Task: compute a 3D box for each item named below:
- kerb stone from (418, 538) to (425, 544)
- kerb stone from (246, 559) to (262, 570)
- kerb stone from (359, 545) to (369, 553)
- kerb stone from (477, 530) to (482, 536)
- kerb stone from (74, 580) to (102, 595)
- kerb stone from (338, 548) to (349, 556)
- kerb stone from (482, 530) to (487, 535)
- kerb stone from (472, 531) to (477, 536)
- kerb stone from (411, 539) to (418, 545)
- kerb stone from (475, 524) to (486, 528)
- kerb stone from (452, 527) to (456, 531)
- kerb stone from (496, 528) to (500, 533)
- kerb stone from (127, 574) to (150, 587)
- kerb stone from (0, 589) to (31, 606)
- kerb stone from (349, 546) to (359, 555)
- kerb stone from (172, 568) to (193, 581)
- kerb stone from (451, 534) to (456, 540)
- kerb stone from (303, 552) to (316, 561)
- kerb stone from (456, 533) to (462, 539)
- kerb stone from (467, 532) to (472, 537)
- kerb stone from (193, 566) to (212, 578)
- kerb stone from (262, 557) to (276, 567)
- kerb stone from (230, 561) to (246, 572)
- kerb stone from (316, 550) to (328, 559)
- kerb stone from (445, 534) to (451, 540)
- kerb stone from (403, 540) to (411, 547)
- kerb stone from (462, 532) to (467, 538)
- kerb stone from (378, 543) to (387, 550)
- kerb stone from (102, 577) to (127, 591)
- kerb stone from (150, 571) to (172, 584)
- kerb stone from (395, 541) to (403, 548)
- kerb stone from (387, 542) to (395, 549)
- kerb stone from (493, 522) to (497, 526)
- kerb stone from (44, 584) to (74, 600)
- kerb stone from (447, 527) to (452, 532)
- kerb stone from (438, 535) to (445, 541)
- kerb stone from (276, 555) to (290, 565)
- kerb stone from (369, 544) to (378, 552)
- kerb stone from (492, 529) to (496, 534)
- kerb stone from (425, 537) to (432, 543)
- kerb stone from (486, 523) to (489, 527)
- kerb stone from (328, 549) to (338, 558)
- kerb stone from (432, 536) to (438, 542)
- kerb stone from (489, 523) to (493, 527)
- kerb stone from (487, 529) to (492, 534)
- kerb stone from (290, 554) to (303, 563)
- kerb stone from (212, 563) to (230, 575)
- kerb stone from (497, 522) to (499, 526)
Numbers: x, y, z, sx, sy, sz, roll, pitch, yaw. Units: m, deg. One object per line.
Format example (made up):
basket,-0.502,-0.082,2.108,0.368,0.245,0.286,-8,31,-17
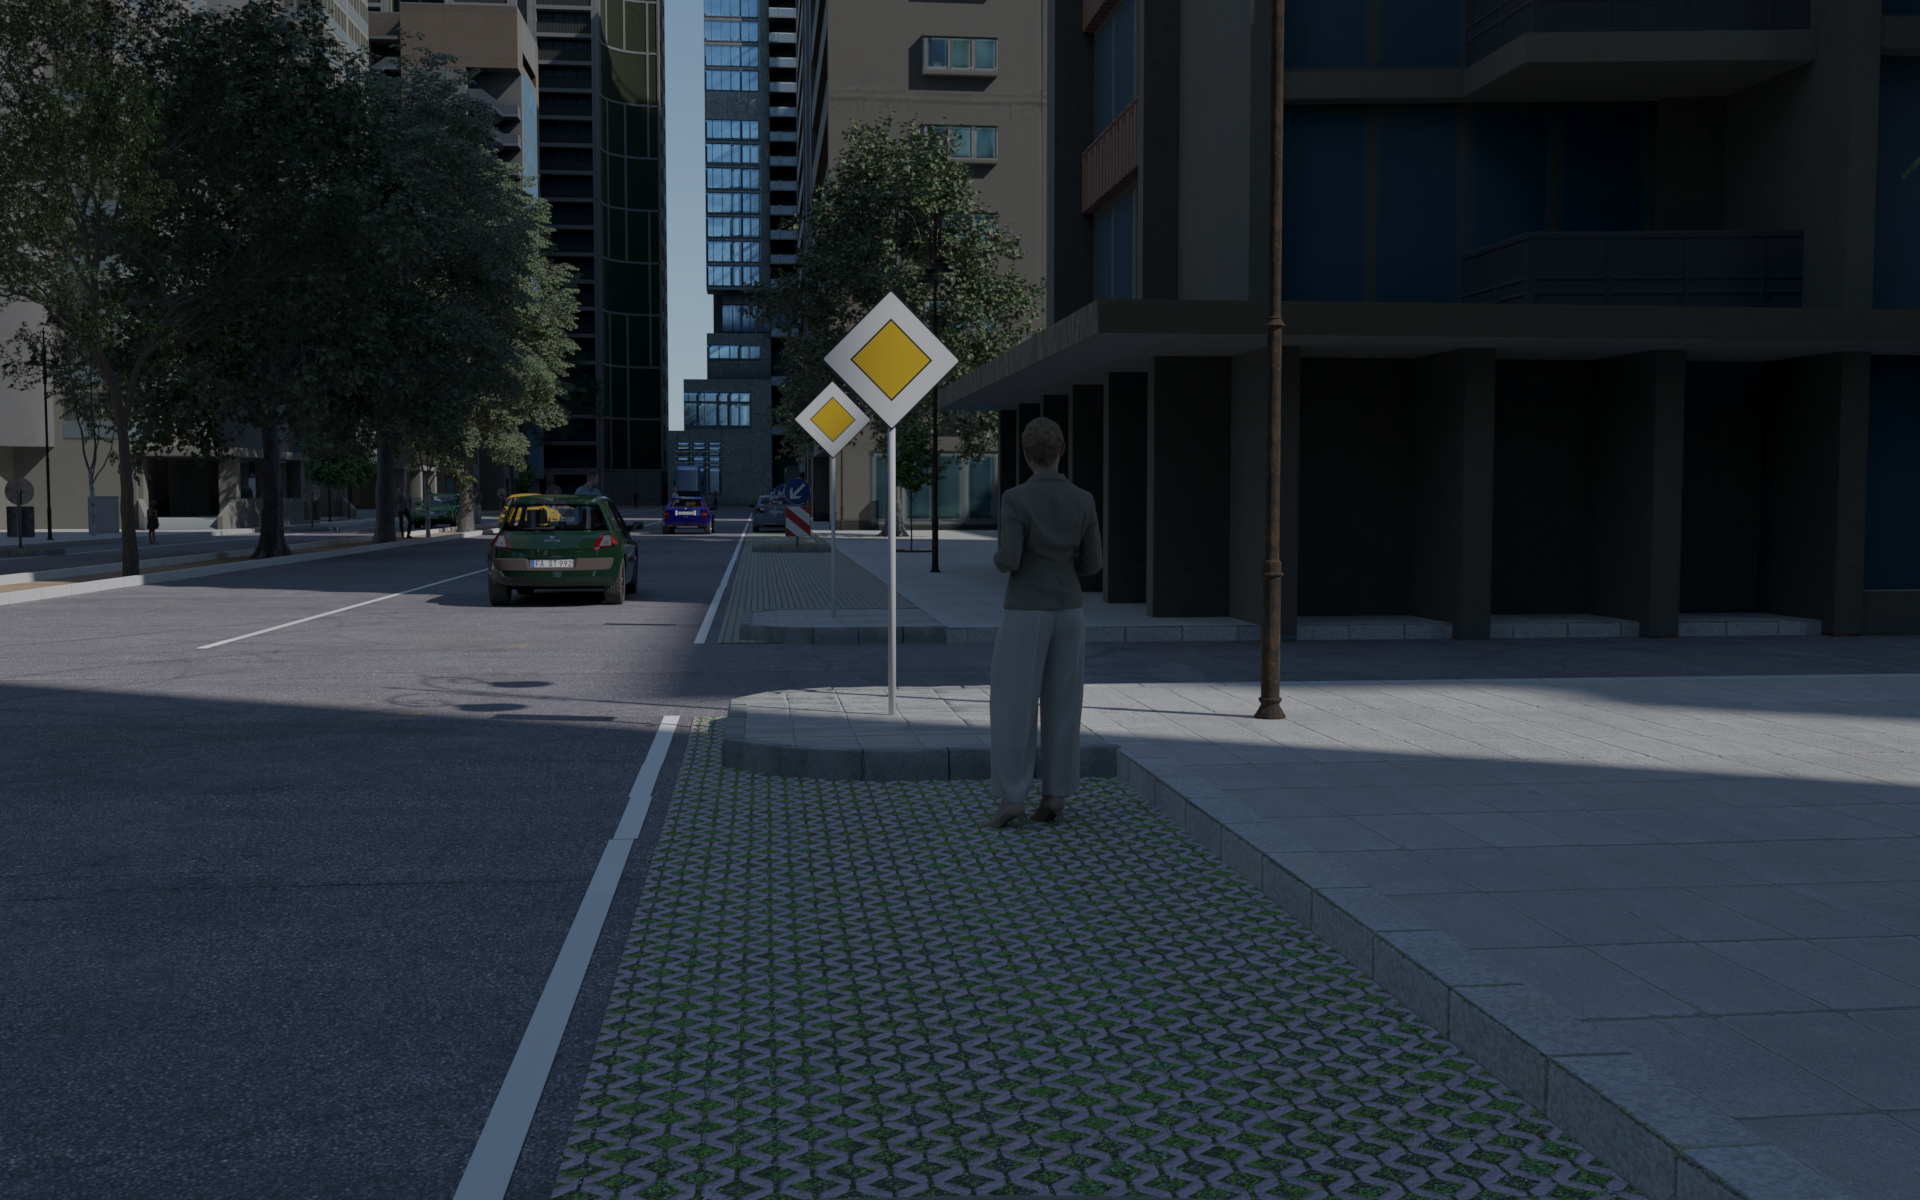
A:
kerb stone,-15.489,-1.664,49.395,0.120,0.150,1.000,0,4,-7
kerb stone,-13.599,-0.666,33.090,0.120,0.150,1.000,0,4,-7
kerb stone,-14.660,-1.226,42.262,0.120,0.150,1.000,0,4,-7
kerb stone,-16.658,-2.286,59.571,0.120,0.150,1.000,0,4,-7
kerb stone,-12.655,-0.168,24.949,0.120,0.150,1.000,0,4,-7
kerb stone,-14.426,-1.099,40.214,0.120,0.150,1.000,0,4,-7
kerb stone,-16.778,-2.348,60.588,0.120,0.150,1.000,0,4,-7
kerb stone,-16.540,-2.223,58.547,0.120,0.150,1.000,0,4,-7
kerb stone,-15.368,-1.602,48.380,0.120,0.150,1.000,0,4,-7
kerb stone,-20.398,-3.144,73.601,0.120,0.150,1.000,0,4,-7
kerb stone,-19.575,-2.703,66.480,0.120,0.150,1.000,0,4,-7
kerb stone,-17.136,-2.536,63.654,0.120,0.150,1.000,0,4,-7
kerb stone,-12.890,-0.293,26.980,0.120,0.150,1.000,0,4,-7
kerb stone,-12.419,-0.042,22.904,0.120,0.150,1.000,0,4,-7
kerb stone,-14.543,-1.165,41.246,0.120,0.150,1.000,0,4,-7
kerb stone,-13.122,-0.417,29.016,0.120,0.150,1.000,0,4,-7
kerb stone,-16.069,-1.974,54.477,0.120,0.150,1.000,0,4,-7
kerb stone,-14.064,-0.916,37.167,0.120,0.150,1.000,0,4,-7
kerb stone,-16.192,-2.037,55.492,0.120,0.150,1.000,0,4,-7
kerb stone,-16.422,-2.161,57.525,0.120,0.150,1.000,0,4,-7
kerb stone,-13.236,-0.480,30.040,0.120,0.150,1.000,0,4,-7
kerb stone,-13.720,-0.722,34.105,0.120,0.150,1.000,0,4,-7
kerb stone,-13.481,-0.604,32.070,0.120,0.150,1.000,0,4,-7
kerb stone,-14.184,-0.976,38.182,0.120,0.150,1.000,0,4,-7
kerb stone,-15.954,-1.912,53.459,0.120,0.150,1.000,0,4,-7
kerb stone,-15.245,-1.535,47.353,0.120,0.150,1.000,0,4,-7
kerb stone,-16.300,-2.093,56.510,0.120,0.150,1.000,0,4,-7
kerb stone,-14.894,-1.350,44.300,0.120,0.150,1.000,0,4,-7
kerb stone,-12.775,-0.231,25.965,0.120,0.150,1.000,0,4,-7
kerb stone,-13.008,-0.352,28.001,0.120,0.150,1.000,0,4,-7
kerb stone,-15.137,-1.476,46.333,0.120,0.150,1.000,0,4,-7
kerb stone,-15.011,-1.414,45.316,0.120,0.150,1.000,0,4,-7
kerb stone,-20.754,-3.332,76.666,0.120,0.150,1.000,0,4,-7
kerb stone,-12.536,-0.105,23.919,0.120,0.150,1.000,0,4,-7
kerb stone,-19.456,-2.646,65.464,0.120,0.150,1.000,0,4,-7
kerb stone,-15.835,-1.844,52.444,0.120,0.150,1.000,0,4,-7
kerb stone,-13.834,-0.790,35.125,0.120,0.150,1.000,0,4,-7
kerb stone,-14.781,-1.285,43.285,0.120,0.150,1.000,0,4,-7
kerb stone,-17.012,-2.473,62.629,0.120,0.150,1.000,0,4,-7
kerb stone,-15.600,-1.726,50.412,0.120,0.150,1.000,0,4,-7
kerb stone,-20.524,-3.206,74.616,0.120,0.150,1.000,0,4,-7
kerb stone,-14.309,-1.040,39.197,0.120,0.150,1.000,0,4,-7
kerb stone,-15.720,-1.785,51.428,0.120,0.150,1.000,0,4,-7
kerb stone,-20.634,-3.269,75.651,0.120,0.150,1.000,0,4,-7
kerb stone,-16.888,-2.403,61.605,0.120,0.150,1.000,0,4,-7
kerb stone,-13.950,-0.852,36.147,0.120,0.150,1.000,0,4,-7
kerb stone,-13.360,-0.542,31.054,0.120,0.150,1.000,0,4,-7
kerb stone,-20.867,-3.394,77.682,0.120,0.150,1.000,0,4,-7
